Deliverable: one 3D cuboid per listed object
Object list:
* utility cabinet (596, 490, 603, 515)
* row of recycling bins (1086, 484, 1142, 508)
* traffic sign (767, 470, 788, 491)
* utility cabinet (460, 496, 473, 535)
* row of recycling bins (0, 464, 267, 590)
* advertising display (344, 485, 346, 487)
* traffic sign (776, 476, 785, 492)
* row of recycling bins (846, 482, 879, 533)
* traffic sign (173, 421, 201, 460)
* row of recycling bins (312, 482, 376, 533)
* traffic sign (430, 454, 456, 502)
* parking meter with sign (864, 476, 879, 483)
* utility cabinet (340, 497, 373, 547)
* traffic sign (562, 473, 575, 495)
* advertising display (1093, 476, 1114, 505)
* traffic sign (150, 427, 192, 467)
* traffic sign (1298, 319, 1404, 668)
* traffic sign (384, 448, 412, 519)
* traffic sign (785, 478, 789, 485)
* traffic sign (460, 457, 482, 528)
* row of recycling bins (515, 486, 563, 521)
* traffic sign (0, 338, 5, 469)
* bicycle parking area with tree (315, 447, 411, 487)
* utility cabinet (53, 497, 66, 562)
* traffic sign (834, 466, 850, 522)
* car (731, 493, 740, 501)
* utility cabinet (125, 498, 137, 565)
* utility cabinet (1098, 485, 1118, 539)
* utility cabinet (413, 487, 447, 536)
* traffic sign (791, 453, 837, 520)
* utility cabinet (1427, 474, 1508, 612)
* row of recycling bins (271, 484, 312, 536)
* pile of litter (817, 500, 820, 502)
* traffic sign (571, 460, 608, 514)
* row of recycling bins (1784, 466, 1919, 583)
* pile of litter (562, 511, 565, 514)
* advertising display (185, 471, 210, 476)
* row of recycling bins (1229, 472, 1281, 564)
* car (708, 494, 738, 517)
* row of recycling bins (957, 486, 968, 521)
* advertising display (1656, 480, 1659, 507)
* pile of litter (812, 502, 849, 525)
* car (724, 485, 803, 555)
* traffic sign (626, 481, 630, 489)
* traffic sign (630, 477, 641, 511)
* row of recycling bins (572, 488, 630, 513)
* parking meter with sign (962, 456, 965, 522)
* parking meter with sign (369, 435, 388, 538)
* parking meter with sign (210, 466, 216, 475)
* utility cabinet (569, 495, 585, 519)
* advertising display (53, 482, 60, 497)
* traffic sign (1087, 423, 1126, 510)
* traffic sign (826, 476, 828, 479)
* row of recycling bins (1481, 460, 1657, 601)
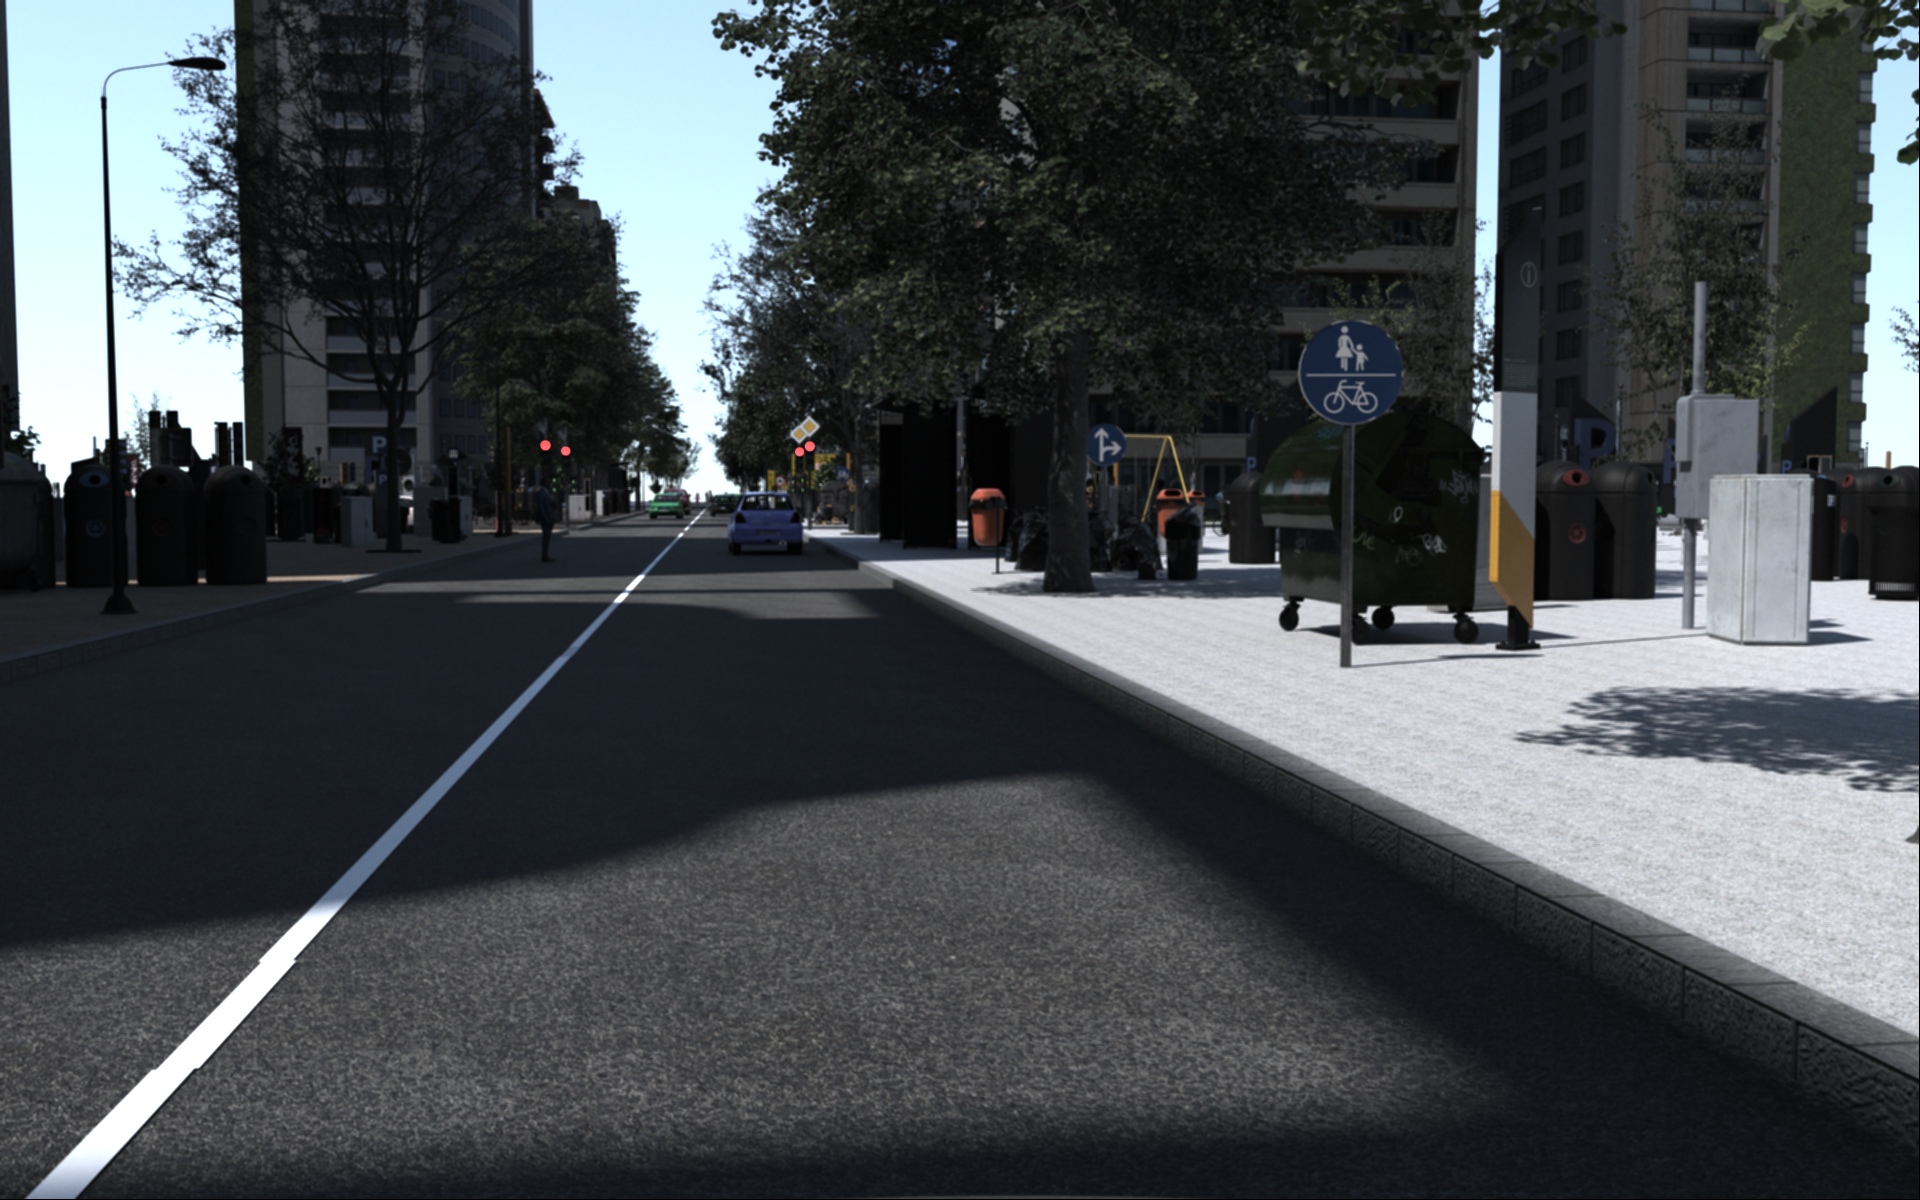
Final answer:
[{"bbox_3d":[-21.205,-5.758,102.826,0.318,1.500,1.173,-2,4,-34],"label":"utility cabinet"},{"bbox_3d":[6.467,-4.039,73.148,1.069,1.692,3.534,-2,4,-30],"label":"row of recycling bins"},{"bbox_3d":[-14.877,-9.187,144.086,2.265,3.308,0.079,0,4,-5],"label":"traffic sign"},{"bbox_3d":[-15.575,-2.614,53.897,0.306,1.237,1.020,1,4,18],"label":"utility cabinet"},{"bbox_3d":[-11.580,-1.041,24.129,3.534,1.692,1.069,-2,4,-25],"label":"row of recycling bins"},{"bbox_3d":[-44.502,-7.308,124.703,0.974,1.923,0.123,2,4,31],"label":"advertising display"},{"bbox_3d":[-12.379,-7.287,119.254,0.768,2.556,0.104,0,4,-2],"label":"traffic sign"},{"bbox_3d":[-3.063,-3.160,58.780,1.069,1.692,3.534,-1,4,-13],"label":"row of recycling bins"},{"bbox_3d":[-13.914,-1.885,30.826,0.884,2.594,0.081,0,4,-6],"label":"traffic sign"},{"bbox_3d":[-20.596,-3.108,57.932,1.069,1.692,3.534,3,4,36],"label":"row of recycling bins"},{"bbox_3d":[-14.702,-2.946,49.346,0.795,2.450,0.064,0,4,-2],"label":"traffic sign"},{"bbox_3d":[-3.676,-4.692,72.982,1.738,3.016,0.543,-3,5,-39],"label":"parking meter with sign"},{"bbox_3d":[-14.688,-1.899,42.209,0.306,1.237,1.020,1,4,11],"label":"utility cabinet"},{"bbox_3d":[-22.714,-6.147,100.617,0.768,2.556,0.104,0,4,-3],"label":"traffic sign"},{"bbox_3d":[5.187,-3.502,62.464,0.974,1.923,0.123,-3,4,-36],"label":"advertising display"},{"bbox_3d":[-12.103,-1.497,26.611,0.606,2.300,0.079,0,4,-6],"label":"traffic sign"},{"bbox_3d":[2.856,-0.773,12.747,0.768,2.556,0.104,0,4,2],"label":"traffic sign"},{"bbox_3d":[-15.547,-2.925,47.923,0.768,2.556,0.104,0,4,1],"label":"traffic sign"},{"bbox_3d":[-11.052,-6.914,113.148,0.768,2.556,0.104,0,4,-6],"label":"traffic sign"},{"bbox_3d":[-16.761,-3.626,59.387,0.768,2.556,0.104,0,4,-2],"label":"traffic sign"},{"bbox_3d":[-20.438,-4.709,84.106,1.069,1.692,3.534,-3,5,-44],"label":"row of recycling bins"},{"bbox_3d":[-10.830,-1.446,17.520,2.265,3.308,0.079,0,4,-1],"label":"traffic sign"},{"bbox_3d":[-36.779,-7.321,106.699,8.231,4.147,9.016,0,4,-1],"label":"bicycle parking area with tree"},{"bbox_3d":[-17.404,-1.347,33.188,1.020,1.237,0.306,2,4,27],"label":"utility cabinet"},{"bbox_3d":[-5.379,-4.823,78.958,0.768,2.556,0.104,0,4,0],"label":"traffic sign"},{"bbox_3d":[-16.699,-7.202,126.548,1.959,1.807,4.718,0,4,-8],"label":"car"},{"bbox_3d":[-15.362,-1.229,31.248,1.020,1.237,0.306,-3,5,-42],"label":"utility cabinet"},{"bbox_3d":[3.677,-2.093,42.892,0.318,1.500,1.173,1,4,16],"label":"utility cabinet"},{"bbox_3d":[-16.020,-2.681,52.515,1.173,1.500,0.318,2,4,26],"label":"utility cabinet"},{"bbox_3d":[-7.265,-5.644,86.148,2.265,3.308,0.079,0,4,-3],"label":"traffic sign"},{"bbox_3d":[5.644,-0.628,18.953,1.173,1.500,0.318,-2,4,-34],"label":"utility cabinet"},{"bbox_3d":[-21.717,-2.779,52.557,3.534,1.692,1.069,0,4,-5],"label":"row of recycling bins"},{"bbox_3d":[-11.525,-7.643,138.933,1.719,0.858,1.176,-2,4,-28],"label":"pile of litter"},{"bbox_3d":[-22.457,-6.786,104.820,2.265,3.308,0.079,0,4,-6],"label":"traffic sign"},{"bbox_3d":[13.686,-1.189,26.557,1.069,1.692,3.534,0,4,-4],"label":"row of recycling bins"},{"bbox_3d":[-24.812,-5.841,109.460,1.176,0.858,1.719,-2,4,-23],"label":"pile of litter"},{"bbox_3d":[-21.592,-2.678,49.001,0.974,1.923,0.123,2,4,24],"label":"advertising display"},{"bbox_3d":[6.766,-1.521,31.974,3.534,1.692,1.069,0,4,-1],"label":"row of recycling bins"},{"bbox_3d":[-15.073,-6.167,110.609,2.009,1.686,4.222,-1,4,-10],"label":"car"},{"bbox_3d":[0.255,-4.741,84.625,1.069,1.692,3.534,-1,4,-10],"label":"row of recycling bins"},{"bbox_3d":[31.905,-4.578,80.063,0.974,1.923,0.123,-2,4,-27],"label":"advertising display"},{"bbox_3d":[-5.457,-3.575,72.412,1.719,0.858,1.176,0,4,4],"label":"pile of litter"},{"bbox_3d":[-4.775,-1.995,42.209,1.945,1.707,3.694,-1,4,-9],"label":"car"},{"bbox_3d":[-25.851,-8.075,134.158,0.606,2.300,0.079,0,4,-7],"label":"traffic sign"},{"bbox_3d":[-24.195,-7.898,129.232,0.768,2.556,0.104,0,4,-5],"label":"traffic sign"},{"bbox_3d":[-23.647,-6.588,114.831,3.534,1.692,1.069,0,4,-2],"label":"row of recycling bins"},{"bbox_3d":[-0.668,-5.045,78.754,1.738,3.016,0.543,0,4,-6],"label":"parking meter with sign"},{"bbox_3d":[-16.984,-3.339,50.862,0.543,3.016,1.738,-1,4,-21],"label":"parking meter with sign"},{"bbox_3d":[-46.820,-6.920,109.404,0.543,3.016,1.738,-1,4,-10],"label":"parking meter with sign"},{"bbox_3d":[-19.567,-4.736,88.602,1.020,1.237,0.306,1,4,13],"label":"utility cabinet"},{"bbox_3d":[-49.620,-5.499,95.123,0.123,1.923,0.974,-3,5,-41],"label":"advertising display"},{"bbox_3d":[2.605,-1.903,31.214,0.768,2.556,0.104,0,4,-1],"label":"traffic sign"},{"bbox_3d":[-6.430,-5.039,82.494,0.768,2.556,0.104,0,4,-3],"label":"traffic sign"},{"bbox_3d":[6.860,-0.845,20.927,3.534,1.692,1.069,-1,4,-22],"label":"row of recycling bins"}]
